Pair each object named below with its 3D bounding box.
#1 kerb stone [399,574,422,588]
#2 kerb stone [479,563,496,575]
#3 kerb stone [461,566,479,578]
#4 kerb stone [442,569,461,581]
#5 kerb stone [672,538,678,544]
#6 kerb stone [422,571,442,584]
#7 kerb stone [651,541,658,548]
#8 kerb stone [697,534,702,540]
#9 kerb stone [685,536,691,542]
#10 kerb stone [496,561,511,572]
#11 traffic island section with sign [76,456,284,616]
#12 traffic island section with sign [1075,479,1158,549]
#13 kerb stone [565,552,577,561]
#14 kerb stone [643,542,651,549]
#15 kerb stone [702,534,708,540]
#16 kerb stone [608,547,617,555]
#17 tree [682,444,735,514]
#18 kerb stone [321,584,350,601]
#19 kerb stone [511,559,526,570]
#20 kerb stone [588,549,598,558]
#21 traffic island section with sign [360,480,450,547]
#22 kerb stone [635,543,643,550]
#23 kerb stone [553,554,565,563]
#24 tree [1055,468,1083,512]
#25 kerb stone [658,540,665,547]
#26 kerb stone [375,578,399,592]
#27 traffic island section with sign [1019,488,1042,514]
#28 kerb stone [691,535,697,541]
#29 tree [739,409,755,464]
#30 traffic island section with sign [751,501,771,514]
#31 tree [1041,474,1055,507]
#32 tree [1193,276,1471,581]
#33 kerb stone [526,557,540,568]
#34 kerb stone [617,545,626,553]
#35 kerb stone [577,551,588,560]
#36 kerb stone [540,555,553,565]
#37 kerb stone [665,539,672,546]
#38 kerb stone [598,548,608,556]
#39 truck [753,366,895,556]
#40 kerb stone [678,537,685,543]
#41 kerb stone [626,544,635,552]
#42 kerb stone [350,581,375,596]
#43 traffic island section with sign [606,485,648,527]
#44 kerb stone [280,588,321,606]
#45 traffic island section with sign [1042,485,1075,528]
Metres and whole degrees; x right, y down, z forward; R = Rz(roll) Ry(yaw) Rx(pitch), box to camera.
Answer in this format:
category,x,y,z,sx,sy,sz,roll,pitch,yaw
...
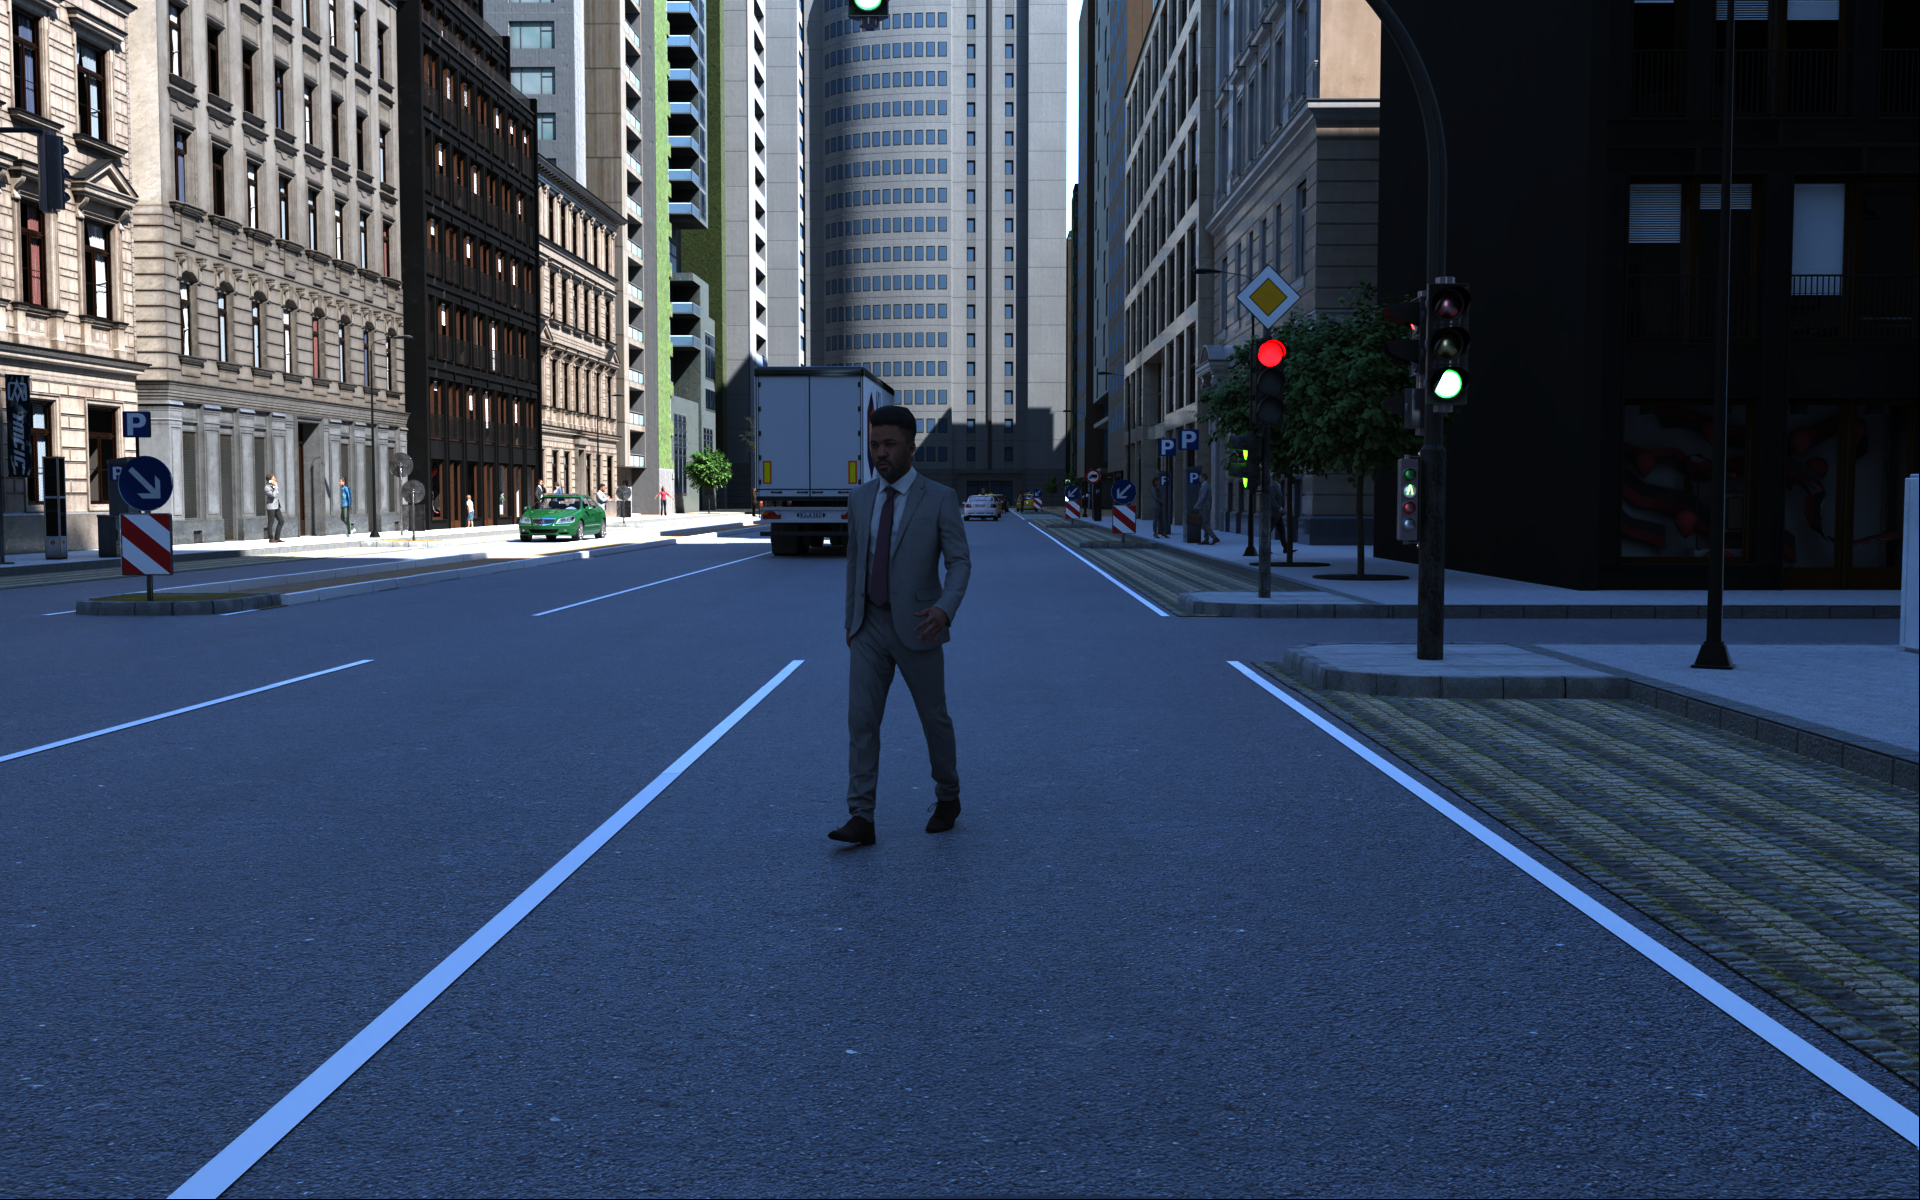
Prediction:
category,x,y,z,sx,sy,sz,roll,pitch,yaw
kerb stone,-8.594,-0.279,26.823,0.120,0.150,1.000,0,4,1
kerb stone,-8.530,-0.529,30.912,0.120,0.150,1.000,0,4,1
kerb stone,-8.544,-0.465,29.890,0.120,0.150,1.000,0,4,1
kerb stone,-8.573,-0.406,28.867,0.120,0.150,1.000,0,4,1
kerb stone,-8.250,-1.661,49.373,0.120,0.150,1.000,0,4,1
kerb stone,-8.581,-0.346,27.845,0.120,0.150,1.000,0,4,1
kerb stone,-8.294,-1.474,46.296,0.120,0.150,1.000,0,4,1
kerb stone,-8.178,-1.913,53.472,0.120,0.150,1.000,0,4,1
kerb stone,-8.216,-1.788,51.428,0.120,0.150,1.000,0,4,1
kerb stone,-8.523,-0.596,31.938,0.120,0.150,1.000,0,4,1
traffic island section with sign,-9.722,-0.808,21.351,2.006,1.907,1.989,0,4,1
traffic island section with sign,4.190,-2.290,46.074,1.989,1.847,2.006,0,4,1
kerb stone,-8.442,-0.907,37.071,0.120,0.150,1.000,0,4,1
kerb stone,-8.311,-1.407,45.268,0.120,0.150,1.000,0,4,1
kerb stone,-8.161,-1.975,54.495,0.120,0.150,1.000,0,4,1
kerb stone,-8.380,-1.161,41.176,0.120,0.150,1.000,0,4,1
tree,-16.468,-7.927,113.315,4.285,4.588,4.351,0,3,0
kerb stone,-8.644,-0.095,23.749,0.120,0.150,1.000,0,4,1
kerb stone,-8.504,-0.659,32.967,0.120,0.150,1.000,0,4,1
kerb stone,-8.413,-1.032,39.118,0.120,0.150,1.000,0,4,1
traffic island section with sign,-15.017,-2.356,47.143,1.989,1.847,2.006,0,4,1
kerb stone,-8.328,-1.348,44.242,0.120,0.150,1.000,0,4,1
kerb stone,-8.465,-0.847,36.049,0.120,0.150,1.000,0,4,1
tree,8.087,-8.014,125.631,1.663,3.219,1.824,0,3,0
kerb stone,-8.279,-1.534,47.329,0.120,0.150,1.000,0,4,1
kerb stone,-8.621,-0.220,25.797,0.120,0.150,1.000,0,4,1
traffic island section with sign,5.413,-7.029,123.546,1.989,1.847,2.006,0,4,1
kerb stone,-8.199,-1.850,52.450,0.120,0.150,1.000,0,4,1
tree,-15.756,-11.653,140.895,4.360,8.622,3.978,0,3,0
traffic island section with sign,-13.803,-7.043,123.785,1.989,1.847,2.006,0,4,1
tree,8.357,-9.836,155.416,1.663,3.219,1.824,0,3,0
tree,6.166,-2.604,26.292,4.285,4.588,4.351,0,3,0
kerb stone,-8.483,-0.720,33.989,0.120,0.150,1.000,0,4,1
kerb stone,-8.362,-1.219,42.198,0.120,0.150,1.000,0,4,1
kerb stone,-8.418,-0.970,38.096,0.120,0.150,1.000,0,4,1
kerb stone,-8.473,-0.784,35.017,0.120,0.150,1.000,0,4,1
kerb stone,-8.262,-1.597,48.351,0.120,0.150,1.000,0,4,1
kerb stone,-8.391,-1.098,40.147,0.120,0.150,1.000,0,4,1
truck,-3.066,-3.347,43.645,2.839,4.237,11.283,0,4,2
kerb stone,-8.236,-1.725,50.395,0.120,0.150,1.000,0,4,1
kerb stone,-8.347,-1.286,43.220,0.120,0.150,1.000,0,4,1
kerb stone,-8.638,-0.158,24.771,0.120,0.150,1.000,0,4,1
traffic island section with sign,-14.580,-4.049,74.836,1.989,1.847,2.006,0,4,1
kerb stone,-8.667,-0.024,22.719,0.120,0.150,1.000,0,4,1
traffic island section with sign,4.630,-3.965,73.451,1.989,1.847,2.006,0,4,1
